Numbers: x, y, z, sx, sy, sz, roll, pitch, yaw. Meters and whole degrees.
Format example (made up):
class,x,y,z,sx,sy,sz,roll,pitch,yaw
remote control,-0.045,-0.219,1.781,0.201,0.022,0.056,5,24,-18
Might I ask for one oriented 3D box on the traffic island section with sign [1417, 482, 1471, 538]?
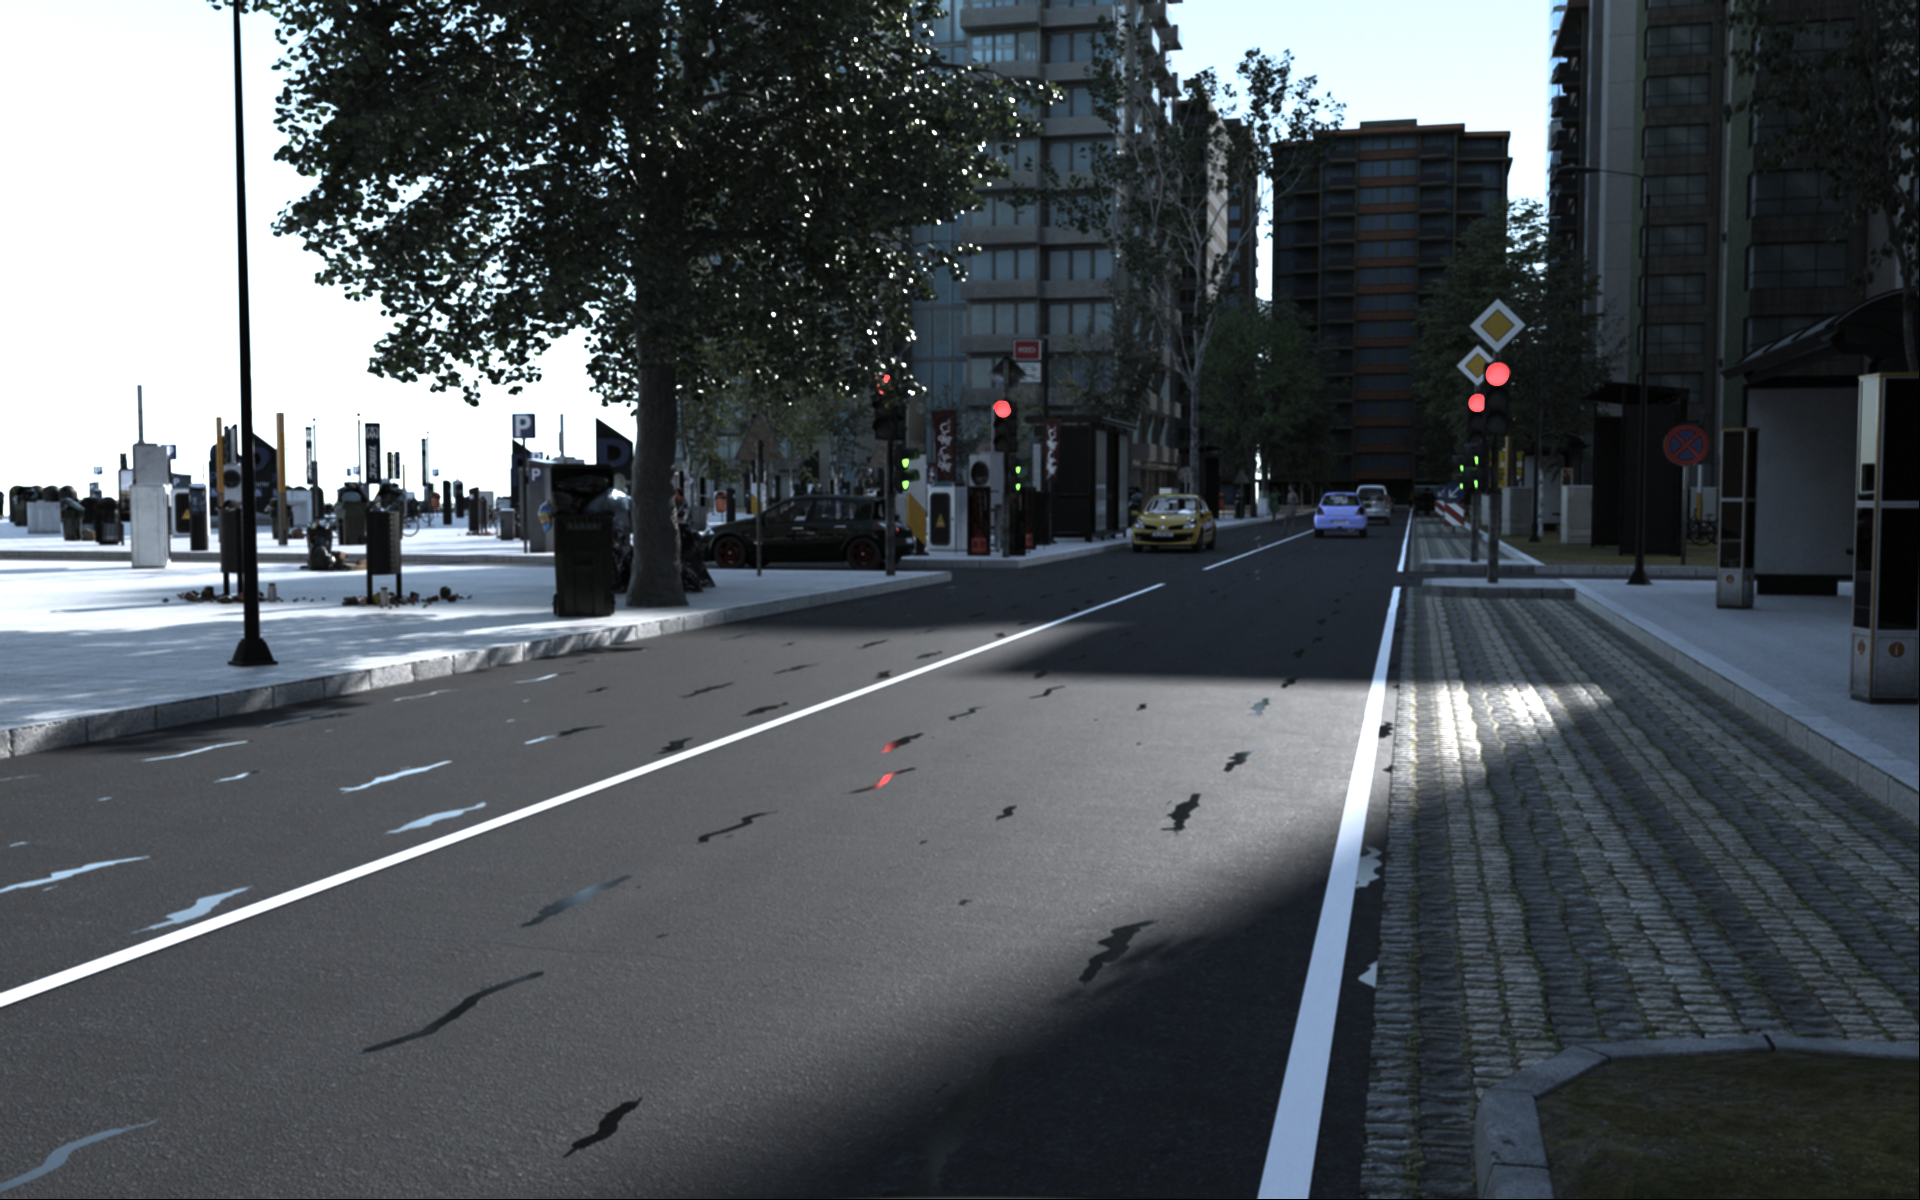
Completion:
class,x,y,z,sx,sy,sz,roll,pitch,yaw
traffic island section with sign,16.013,-2.932,56.564,1.989,1.847,2.006,1,4,15

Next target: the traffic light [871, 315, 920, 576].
class,x,y,z,sx,sy,sz,roll,pitch,yaw
traffic light,-1.081,-2.342,27.219,0.839,4.253,0.868,1,4,15

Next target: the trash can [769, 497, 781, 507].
class,x,y,z,sx,sy,sz,roll,pitch,yaw
trash can,-8.933,-4.375,83.184,0.748,1.137,0.748,0,3,0

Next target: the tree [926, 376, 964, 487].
class,x,y,z,sx,sy,sz,roll,pitch,yaw
tree,-0.169,-9.680,108.635,4.360,8.622,3.978,0,3,0

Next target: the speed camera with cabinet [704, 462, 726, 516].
class,x,y,z,sx,sy,sz,roll,pitch,yaw
speed camera with cabinet,-14.613,-6.701,103.892,2.038,3.252,0.660,2,4,30

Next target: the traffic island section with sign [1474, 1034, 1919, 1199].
class,x,y,z,sx,sy,sz,roll,pitch,yaw
traffic island section with sign,1.963,0.343,3.019,1.989,1.847,2.006,1,4,15

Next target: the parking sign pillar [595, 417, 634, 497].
class,x,y,z,sx,sy,sz,roll,pitch,yaw
parking sign pillar,-12.031,-4.401,60.429,1.447,3.967,1.447,-1,4,-15

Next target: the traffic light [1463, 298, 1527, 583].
class,x,y,z,sx,sy,sz,roll,pitch,yaw
traffic light,7.688,-2.203,24.942,0.839,4.253,0.868,1,4,15

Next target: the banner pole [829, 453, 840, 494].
class,x,y,z,sx,sy,sz,roll,pitch,yaw
banner pole,-6.595,-6.230,91.882,0.863,3.779,0.401,2,4,31

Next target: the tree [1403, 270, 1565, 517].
class,x,y,z,sx,sy,sz,roll,pitch,yaw
tree,29.661,-11.657,97.254,9.857,13.997,8.962,0,3,0

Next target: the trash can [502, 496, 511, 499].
class,x,y,z,sx,sy,sz,roll,pitch,yaw
trash can,-29.242,-6.138,112.003,0.748,1.137,0.748,0,3,0

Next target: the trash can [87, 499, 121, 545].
class,x,y,z,sx,sy,sz,roll,pitch,yaw
trash can,-21.645,-1.979,44.013,0.748,1.137,0.748,0,3,0

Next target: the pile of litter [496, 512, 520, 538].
class,x,y,z,sx,sy,sz,roll,pitch,yaw
pile of litter,-12.947,-2.250,50.758,1.176,0.858,1.719,-2,4,-32

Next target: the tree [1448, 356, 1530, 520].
class,x,y,z,sx,sy,sz,roll,pitch,yaw
tree,26.293,-8.342,86.754,4.737,8.622,4.395,0,3,0

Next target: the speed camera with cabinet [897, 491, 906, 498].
class,x,y,z,sx,sy,sz,roll,pitch,yaw
speed camera with cabinet,-2.508,-5.508,84.386,0.660,3.252,2.038,1,4,16

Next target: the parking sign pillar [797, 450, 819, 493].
class,x,y,z,sx,sy,sz,roll,pitch,yaw
parking sign pillar,-9.229,-7.150,105.368,1.447,3.967,1.447,-3,4,-36

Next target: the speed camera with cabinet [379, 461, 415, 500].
class,x,y,z,sx,sy,sz,roll,pitch,yaw
speed camera with cabinet,-33.512,-6.649,103.053,2.038,3.252,0.660,-1,4,-21

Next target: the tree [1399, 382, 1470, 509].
class,x,y,z,sx,sy,sz,roll,pitch,yaw
tree,50.768,-16.266,176.324,12.009,13.543,11.850,0,3,0

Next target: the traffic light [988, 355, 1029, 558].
class,x,y,z,sx,sy,sz,roll,pitch,yaw
traffic light,0.946,-2.815,34.943,0.839,4.253,0.868,1,4,15

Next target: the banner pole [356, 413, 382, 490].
class,x,y,z,sx,sy,sz,roll,pitch,yaw
banner pole,-18.241,-3.874,53.350,0.863,3.779,0.401,-1,4,-22

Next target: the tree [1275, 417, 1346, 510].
class,x,y,z,sx,sy,sz,roll,pitch,yaw
tree,26.819,-11.380,136.430,4.737,8.622,4.395,0,3,0

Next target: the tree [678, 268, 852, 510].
class,x,y,z,sx,sy,sz,roll,pitch,yaw
tree,-6.213,-6.443,55.700,4.360,8.622,3.978,0,3,0

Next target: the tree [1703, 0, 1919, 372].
class,x,y,z,sx,sy,sz,roll,pitch,yaw
tree,8.055,-3.903,14.173,4.360,8.622,3.978,0,3,0

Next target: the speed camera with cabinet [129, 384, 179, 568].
class,x,y,z,sx,sy,sz,roll,pitch,yaw
speed camera with cabinet,-14.370,-2.228,30.766,0.660,3.252,2.038,-1,4,-22

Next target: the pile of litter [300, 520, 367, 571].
class,x,y,z,sx,sy,sz,roll,pitch,yaw
pile of litter,-10.668,-0.952,29.535,1.176,0.858,1.719,-1,4,-14

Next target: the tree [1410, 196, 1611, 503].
class,x,y,z,sx,sy,sz,roll,pitch,yaw
tree,20.981,-9.099,66.890,7.486,12.596,7.792,0,3,0

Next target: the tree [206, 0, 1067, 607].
class,x,y,z,sx,sy,sz,roll,pitch,yaw
tree,-3.449,-6.911,19.653,9.857,13.997,8.962,0,3,0

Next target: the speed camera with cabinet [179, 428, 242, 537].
class,x,y,z,sx,sy,sz,roll,pitch,yaw
speed camera with cabinet,-22.526,-3.521,51.908,2.038,3.252,0.660,-1,4,-13

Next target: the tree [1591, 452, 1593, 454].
class,x,y,z,sx,sy,sz,roll,pitch,yaw
tree,29.508,-5.652,76.118,4.285,4.588,4.351,0,3,0

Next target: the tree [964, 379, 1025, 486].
class,x,y,z,sx,sy,sz,roll,pitch,yaw
tree,3.038,-9.072,98.688,4.360,8.622,3.978,0,3,0

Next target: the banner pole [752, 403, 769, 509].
class,x,y,z,sx,sy,sz,roll,pitch,yaw
banner pole,-5.468,-3.532,47.765,0.401,3.779,0.863,2,4,34

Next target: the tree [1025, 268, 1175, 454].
class,x,y,z,sx,sy,sz,roll,pitch,yaw
tree,5.065,-6.498,56.602,4.360,8.622,3.978,0,3,0

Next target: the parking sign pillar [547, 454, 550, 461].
class,x,y,z,sx,sy,sz,roll,pitch,yaw
parking sign pillar,-27.883,-7.804,116.062,1.447,3.967,1.447,0,4,5

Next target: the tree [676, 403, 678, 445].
class,x,y,z,sx,sy,sz,roll,pitch,yaw
tree,-13.043,-8.251,85.261,4.360,8.622,3.978,0,3,0

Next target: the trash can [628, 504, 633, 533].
class,x,y,z,sx,sy,sz,roll,pitch,yaw
trash can,-10.613,-2.749,56.606,0.748,1.137,0.748,0,3,0

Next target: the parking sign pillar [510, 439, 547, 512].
class,x,y,z,sx,sy,sz,roll,pitch,yaw
parking sign pillar,-21.119,-5.843,84.007,1.447,3.967,1.447,0,4,7

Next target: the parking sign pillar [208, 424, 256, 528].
class,x,y,z,sx,sy,sz,roll,pitch,yaw
parking sign pillar,-27.955,-4.727,65.764,1.447,3.967,1.447,1,4,11

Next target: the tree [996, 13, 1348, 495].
class,x,y,z,sx,sy,sz,roll,pitch,yaw
tree,8.152,-13.084,69.805,12.611,20.169,13.585,0,3,0

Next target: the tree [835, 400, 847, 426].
class,x,y,z,sx,sy,sz,roll,pitch,yaw
tree,-7.454,-7.848,78.673,4.737,8.622,4.395,0,3,0

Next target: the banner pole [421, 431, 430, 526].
class,x,y,z,sx,sy,sz,roll,pitch,yaw
banner pole,-21.081,-4.793,68.385,0.401,3.779,0.863,0,4,7

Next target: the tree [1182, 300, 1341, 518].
class,x,y,z,sx,sy,sz,roll,pitch,yaw
tree,15.819,-10.292,94.026,9.928,11.665,9.643,0,3,0

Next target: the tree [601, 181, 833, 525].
class,x,y,z,sx,sy,sz,roll,pitch,yaw
tree,-5.936,-5.420,38.972,4.737,8.622,4.395,0,3,0

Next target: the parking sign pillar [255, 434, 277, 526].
class,x,y,z,sx,sy,sz,roll,pitch,yaw
parking sign pillar,-28.656,-5.045,70.956,1.447,3.967,1.447,1,4,11

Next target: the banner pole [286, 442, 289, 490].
class,x,y,z,sx,sy,sz,roll,pitch,yaw
banner pole,-32.646,-5.732,83.739,0.401,3.779,0.863,1,4,19

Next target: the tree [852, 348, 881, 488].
class,x,y,z,sx,sy,sz,roll,pitch,yaw
tree,-4.639,-7.151,67.274,4.360,8.622,3.978,0,3,0

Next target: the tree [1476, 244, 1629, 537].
class,x,y,z,sx,sy,sz,roll,pitch,yaw
tree,17.636,-6.192,51.596,4.360,8.622,3.978,0,3,0

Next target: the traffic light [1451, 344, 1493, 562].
class,x,y,z,sx,sy,sz,roll,pitch,yaw
traffic light,9.715,-2.676,32.667,0.839,4.253,0.868,1,4,15

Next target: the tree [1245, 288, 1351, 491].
class,x,y,z,sx,sy,sz,roll,pitch,yaw
tree,18.936,-12.227,106.566,9.857,13.997,8.962,0,3,0

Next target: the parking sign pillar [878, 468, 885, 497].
class,x,y,z,sx,sy,sz,roll,pitch,yaw
parking sign pillar,-4.310,-6.759,98.979,1.447,3.967,1.447,1,4,12

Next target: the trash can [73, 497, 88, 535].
class,x,y,z,sx,sy,sz,roll,pitch,yaw
trash can,-27.702,-2.643,54.873,0.748,1.137,0.748,0,3,0
